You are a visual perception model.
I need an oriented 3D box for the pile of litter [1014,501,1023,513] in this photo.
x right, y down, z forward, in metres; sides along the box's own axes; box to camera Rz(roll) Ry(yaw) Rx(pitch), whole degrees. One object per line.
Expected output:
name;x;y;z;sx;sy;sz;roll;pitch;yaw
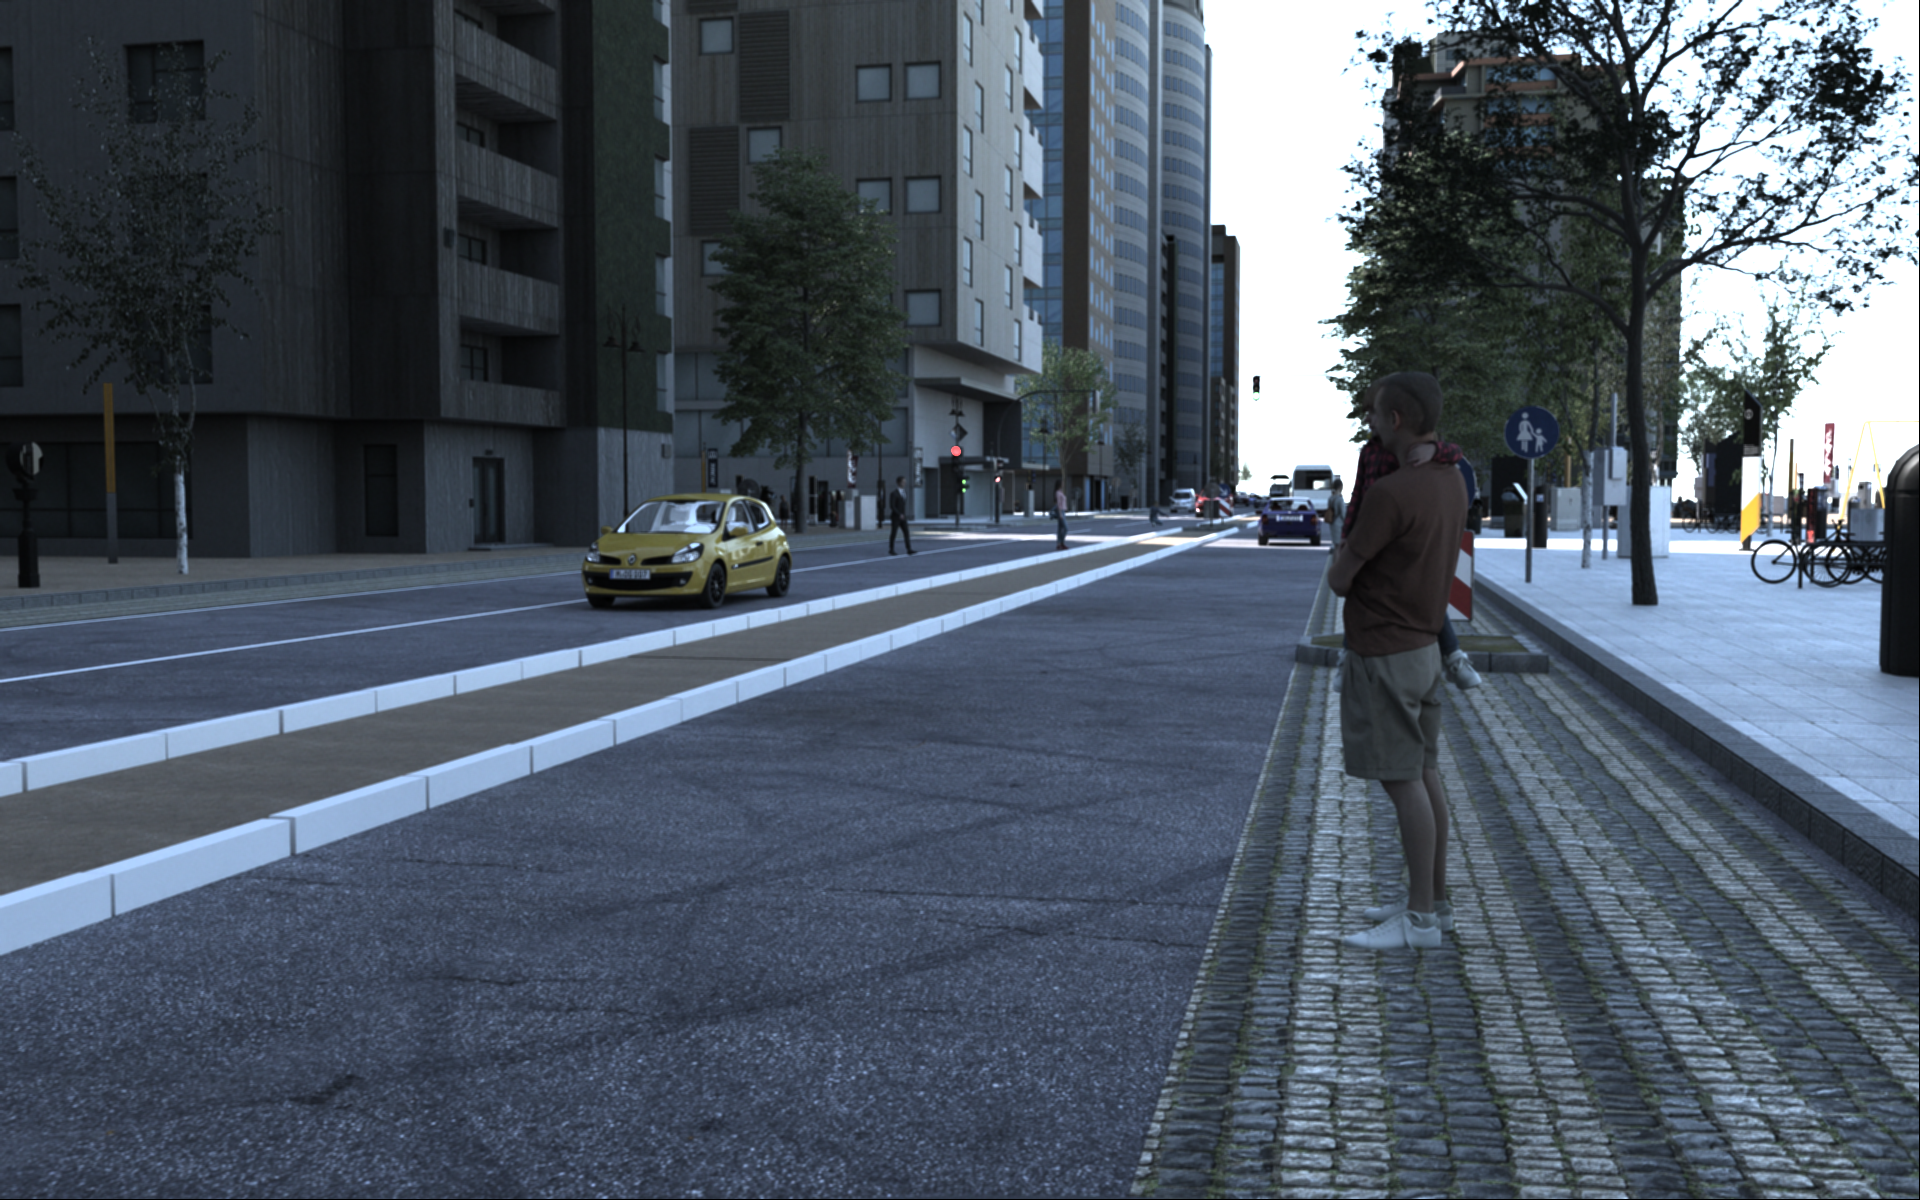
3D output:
pile of litter;3.601;-6.351;117.799;1.719;0.858;1.176;-3;4;-39

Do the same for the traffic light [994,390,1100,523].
traffic light;3.735;-6.201;76.052;4.771;5.953;1.251;1;4;13

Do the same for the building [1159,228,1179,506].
building;15.828;-25.387;186.782;14.160;30.474;14.107;1;4;13

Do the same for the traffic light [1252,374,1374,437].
traffic light;13.448;-5.558;65.537;4.771;5.953;1.251;1;4;13

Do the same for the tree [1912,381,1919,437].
tree;49.316;-8.293;85.959;4.360;8.622;3.978;0;3;0

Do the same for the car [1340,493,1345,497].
car;62.600;-17.036;287.211;2.281;1.827;5.304;1;4;12

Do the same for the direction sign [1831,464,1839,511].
direction sign;66.699;-8.574;132.179;0.876;3.537;0.379;-1;4;-21

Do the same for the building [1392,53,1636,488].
building;55.783;-31.978;177.470;22.147;44.769;28.867;1;4;13

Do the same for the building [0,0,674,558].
building;-15.996;-16.425;40.250;14.160;30.474;14.107;1;4;13

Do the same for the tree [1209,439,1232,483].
tree;33.182;-16.812;225.243;4.360;8.622;3.978;0;3;0

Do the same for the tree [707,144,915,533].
tree;-4.919;-8.485;56.856;7.486;12.596;7.792;0;3;0

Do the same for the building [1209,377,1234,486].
building;28.020;-26.104;271.842;27.650;21.520;28.899;1;4;13

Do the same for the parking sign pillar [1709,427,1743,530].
parking sign pillar;27.948;-4.523;62.429;1.447;3.967;1.447;2;4;25

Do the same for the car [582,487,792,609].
car;-3.569;-0.777;22.936;2.015;1.641;3.980;1;4;13

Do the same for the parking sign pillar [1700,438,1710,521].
parking sign pillar;36.250;-5.771;82.833;1.447;3.967;1.447;0;4;2

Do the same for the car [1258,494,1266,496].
car;41.046;-13.726;236.214;2.131;1.459;4.920;1;4;13

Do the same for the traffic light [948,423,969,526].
traffic light;-0.072;-4.878;68.682;0.839;4.253;0.868;1;4;13

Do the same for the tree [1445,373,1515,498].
tree;24.765;-8.138;83.413;4.360;8.622;3.978;0;3;0

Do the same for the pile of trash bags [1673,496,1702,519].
pile of trash bags;38.800;-4.886;89.632;3.447;1.369;1.912;1;4;15

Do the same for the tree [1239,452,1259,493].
tree;50.073;-21.776;306.406;4.360;8.622;3.978;0;3;0

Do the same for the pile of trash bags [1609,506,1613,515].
pile of trash bags;39.808;-5.711;103.135;1.912;1.369;3.447;-1;4;-13

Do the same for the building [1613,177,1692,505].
building;66.619;-31.276;203.243;32.217;40.220;23.993;1;4;13

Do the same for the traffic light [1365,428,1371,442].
traffic light;17.254;-5.143;73.013;0.839;4.253;0.868;1;4;13

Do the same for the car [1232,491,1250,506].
car;32.871;-11.889;203.050;2.281;1.827;5.304;1;4;11

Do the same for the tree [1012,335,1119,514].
tree;6.799;-11.531;114.285;9.928;11.665;9.643;0;3;0

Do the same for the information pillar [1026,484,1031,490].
information pillar;4.804;-7.159;121.547;0.304;2.012;0.304;-1;4;-22

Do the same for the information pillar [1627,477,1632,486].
information pillar;29.342;-4.372;75.974;0.304;2.012;0.304;-2;4;-29

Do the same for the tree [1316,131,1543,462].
tree;14.994;-8.373;55.028;7.486;12.596;7.792;0;3;0

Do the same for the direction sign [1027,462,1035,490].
direction sign;4.973;-7.874;120.742;0.379;3.537;0.876;3;5;41

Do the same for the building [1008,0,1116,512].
building;4.090;-29.537;133.035;14.600;45.320;14.200;1;4;13

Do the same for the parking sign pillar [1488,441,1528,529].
parking sign pillar;20.237;-4.603;63.727;1.447;3.967;1.447;1;4;19

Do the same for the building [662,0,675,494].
building;-25.168;-31.743;60.993;28.212;58.520;21.231;1;4;13

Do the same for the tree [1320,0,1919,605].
tree;7.631;-5.229;19.911;7.601;10.594;8.767;1;4;20

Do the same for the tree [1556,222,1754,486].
tree;18.496;-5.881;46.509;4.360;8.622;3.978;0;3;0

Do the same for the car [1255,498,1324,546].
car;9.397;-2.252;49.395;1.945;1.354;3.894;1;4;11

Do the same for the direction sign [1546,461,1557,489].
direction sign;40.038;-7.666;117.329;0.876;3.537;0.379;-2;4;-25

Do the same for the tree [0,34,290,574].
tree;-12.704;-4.717;27.483;4.360;8.622;3.978;0;3;0

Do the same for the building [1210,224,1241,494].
building;39.609;-39.188;290.830;14.600;45.320;14.200;1;4;13

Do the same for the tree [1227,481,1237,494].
tree;40.694;-16.206;259.572;1.663;3.219;1.824;0;3;0

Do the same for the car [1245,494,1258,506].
car;35.435;-12.233;209.608;1.945;1.707;3.694;1;4;12

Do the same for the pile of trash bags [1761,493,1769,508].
pile of trash bags;46.854;-5.752;103.794;1.912;1.369;3.447;-3;4;-38

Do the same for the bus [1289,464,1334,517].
bus;22.713;-7.147;111.715;2.948;3.499;13.247;1;4;11

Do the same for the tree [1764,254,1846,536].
tree;24.373;-6.240;52.386;4.737;8.622;4.395;0;3;0

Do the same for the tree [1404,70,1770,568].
tree;10.680;-4.868;29.948;4.737;8.622;4.395;0;3;0

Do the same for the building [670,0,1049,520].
building;-10.371;-31.101;97.741;28.713;52.752;27.495;1;4;13

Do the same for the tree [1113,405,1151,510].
tree;13.956;-11.739;142.292;4.360;8.622;3.978;0;3;0

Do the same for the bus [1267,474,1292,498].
bus;39.473;-13.530;212.768;2.896;3.916;12.252;1;4;13

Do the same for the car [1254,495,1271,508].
car;31.244;-10.125;178.127;1.945;1.354;3.894;1;4;14

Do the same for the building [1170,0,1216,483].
building;25.769;-49.301;244.327;20.563;71.187;20.611;1;4;13

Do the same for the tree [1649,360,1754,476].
tree;56.949;-12.664;132.812;9.928;11.665;9.643;0;3;0

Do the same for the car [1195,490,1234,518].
car;15.479;-5.904;105.211;2.281;1.827;5.304;1;4;13

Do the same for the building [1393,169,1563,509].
building;46.648;-23.607;157.683;14.160;30.474;14.107;1;4;13

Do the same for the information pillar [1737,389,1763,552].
information pillar;17.643;-2.890;38.603;0.183;3.616;0.504;-1;4;-20

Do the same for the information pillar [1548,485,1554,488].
information pillar;47.747;-8.286;139.966;0.304;2.012;0.304;0;4;-4

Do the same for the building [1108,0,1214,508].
building;18.425;-40.693;207.325;21.231;58.520;28.212;1;4;13
